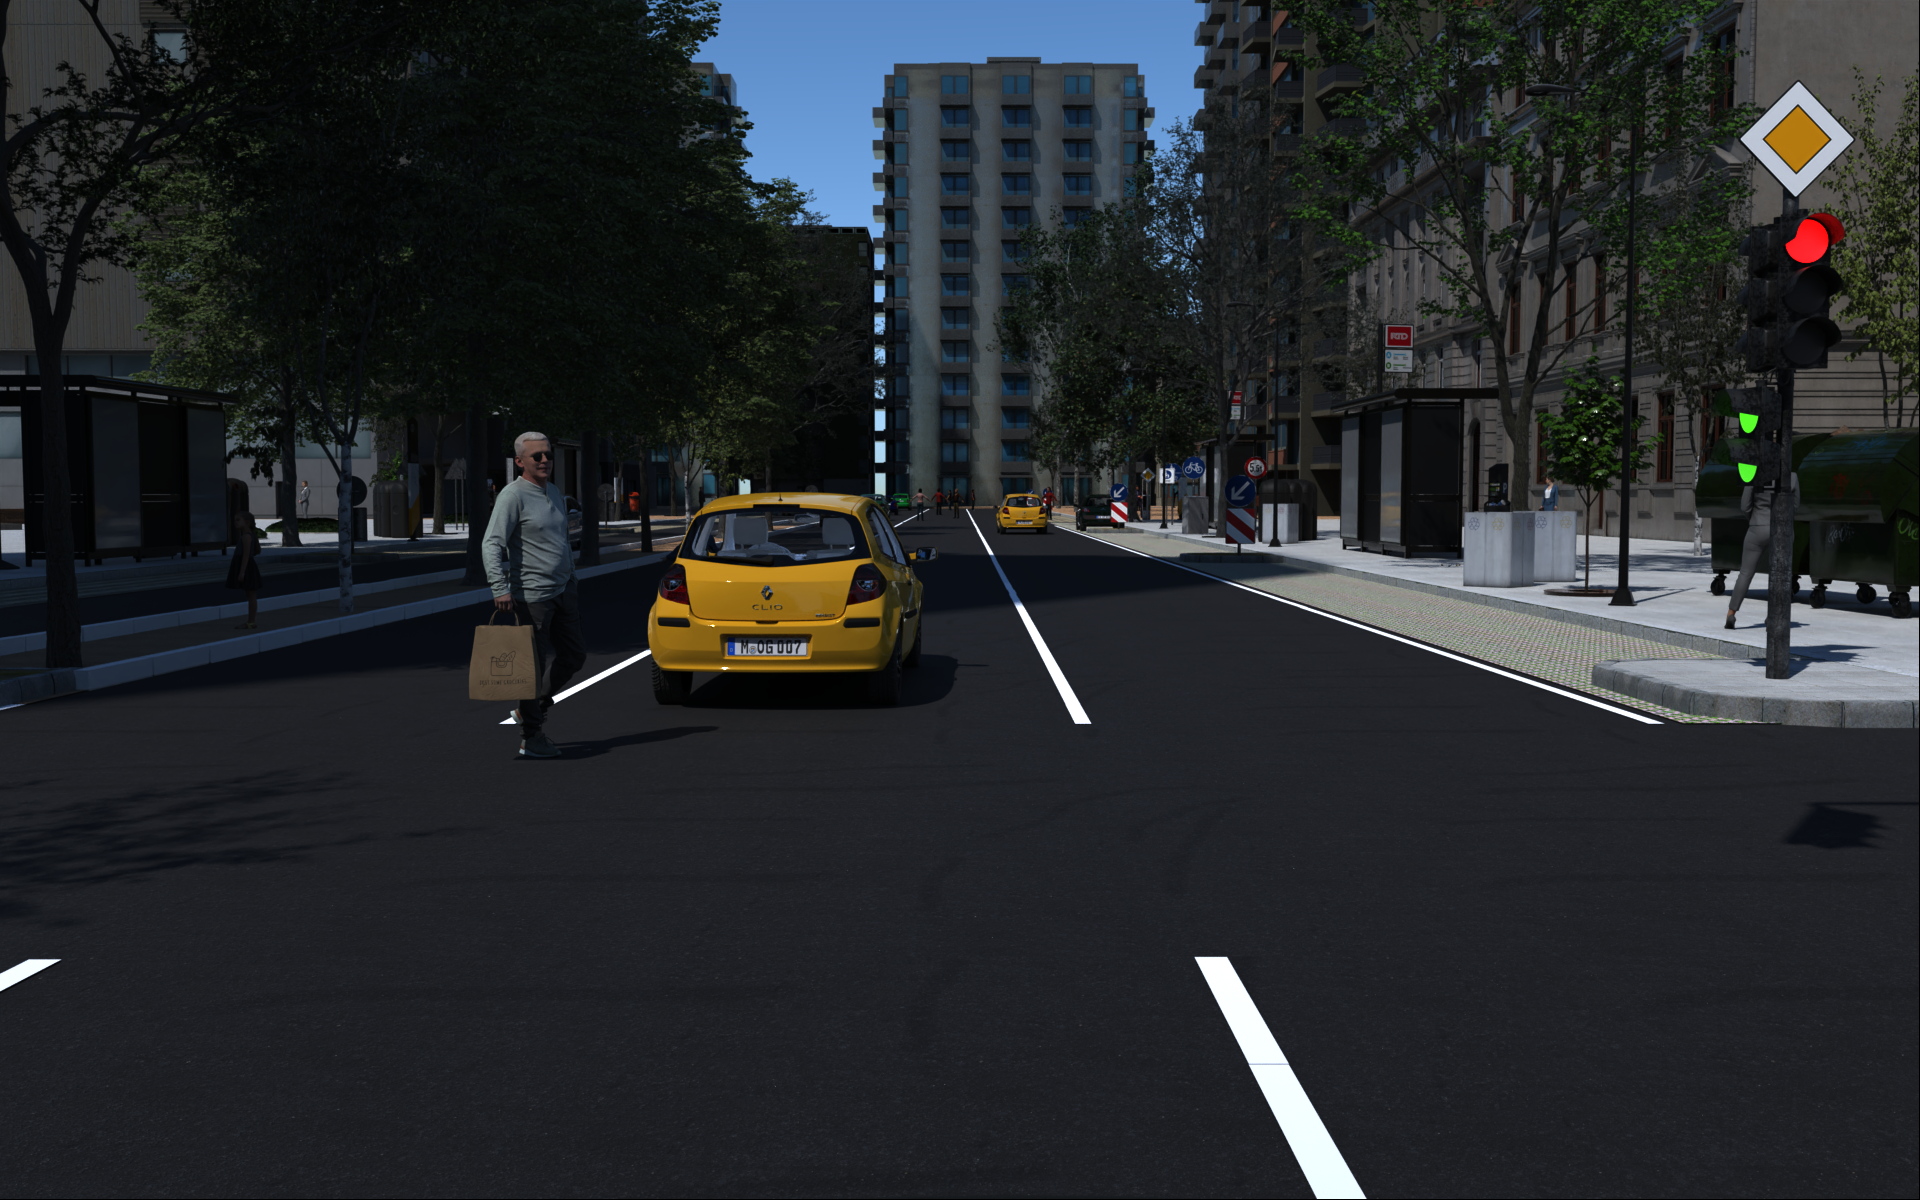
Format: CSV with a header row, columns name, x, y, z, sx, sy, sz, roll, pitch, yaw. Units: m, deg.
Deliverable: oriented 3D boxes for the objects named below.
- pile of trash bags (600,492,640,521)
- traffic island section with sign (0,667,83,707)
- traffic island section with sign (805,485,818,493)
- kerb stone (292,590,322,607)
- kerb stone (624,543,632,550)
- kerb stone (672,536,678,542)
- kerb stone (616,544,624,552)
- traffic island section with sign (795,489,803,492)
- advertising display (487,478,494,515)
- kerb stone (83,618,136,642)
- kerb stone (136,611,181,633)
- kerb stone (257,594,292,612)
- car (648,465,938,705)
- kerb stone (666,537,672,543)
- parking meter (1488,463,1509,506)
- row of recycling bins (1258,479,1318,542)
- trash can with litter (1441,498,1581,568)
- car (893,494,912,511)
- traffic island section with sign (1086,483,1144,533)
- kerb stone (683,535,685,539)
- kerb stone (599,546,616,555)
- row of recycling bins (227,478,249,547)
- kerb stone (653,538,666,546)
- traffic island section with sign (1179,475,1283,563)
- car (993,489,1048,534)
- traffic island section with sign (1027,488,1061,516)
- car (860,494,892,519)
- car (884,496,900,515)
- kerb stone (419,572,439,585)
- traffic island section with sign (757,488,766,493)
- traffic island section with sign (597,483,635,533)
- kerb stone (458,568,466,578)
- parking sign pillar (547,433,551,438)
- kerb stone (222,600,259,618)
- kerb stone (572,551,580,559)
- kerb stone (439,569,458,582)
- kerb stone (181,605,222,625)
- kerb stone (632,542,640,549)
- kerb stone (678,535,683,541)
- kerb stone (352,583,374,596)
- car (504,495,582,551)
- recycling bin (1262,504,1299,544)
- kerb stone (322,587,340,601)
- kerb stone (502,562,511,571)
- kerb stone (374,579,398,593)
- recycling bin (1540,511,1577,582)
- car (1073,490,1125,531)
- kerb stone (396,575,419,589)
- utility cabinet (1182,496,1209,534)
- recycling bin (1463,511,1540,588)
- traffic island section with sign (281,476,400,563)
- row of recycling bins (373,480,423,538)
name,x,y,z,sx,sy,sz,roll,pitch,yaw
pile of trash bags,-16.484,-4.585,84.716,1.912,1.369,3.447,-2,4,-35
traffic island section with sign,-7.431,-0.218,11.704,2.006,1.907,1.989,0,3,0
traffic island section with sign,-7.507,-4.814,86.842,2.006,1.907,1.989,0,3,0
kerb stone,-8.503,-0.007,22.315,0.120,0.150,1.000,0,3,0
kerb stone,-8.526,-1.325,43.863,0.120,0.150,1.000,0,3,0
kerb stone,-8.526,-1.762,51.032,0.120,0.150,1.000,0,3,0
kerb stone,-8.523,-1.261,42.841,0.120,0.150,1.000,0,3,0
traffic island section with sign,-13.122,-8.130,141.550,1.989,1.847,2.006,0,3,0
advertising display,-19.088,-3.934,69.542,0.123,1.923,0.974,2,4,24
kerb stone,-8.494,0.307,17.178,0.120,0.150,1.000,0,3,0
kerb stone,-8.502,0.244,18.204,0.120,0.150,1.000,0,3,0
kerb stone,-8.495,0.056,21.291,0.120,0.150,1.000,0,3,0
car,-1.201,-0.184,13.231,2.015,1.641,3.980,0,4,2
kerb stone,-8.526,-1.701,50.008,0.120,0.150,1.000,0,3,0
parking meter,10.239,-1.668,32.976,0.255,1.863,0.399,3,5,41
row of recycling bins,9.064,-2.474,47.566,1.069,1.692,3.534,2,4,27
trash can with litter,9.771,-1.188,30.481,1.678,1.210,2.233,-3,5,-45
car,-5.157,-8.754,151.925,1.959,1.807,4.718,0,4,0
traffic island section with sign,5.662,-3.363,63.608,1.989,1.847,2.006,0,3,0
kerb stone,-8.530,-1.890,53.096,0.120,0.150,1.000,0,3,0
kerb stone,-8.524,-1.200,41.819,0.120,0.150,1.000,0,3,0
row of recycling bins,-18.397,-2.194,42.977,1.069,1.692,3.534,-1,4,-12
kerb stone,-8.525,-1.637,48.986,0.120,0.150,1.000,0,3,0
traffic island section with sign,5.696,-1.714,36.653,1.989,1.847,2.006,0,3,0
car,2.224,-3.218,62.830,2.015,1.641,3.980,0,4,-1
traffic island section with sign,5.624,-6.444,113.985,1.989,1.847,2.006,0,3,0
car,-4.762,-5.011,93.725,2.131,1.459,4.920,0,4,0
car,-5.077,-6.465,118.282,1.945,1.354,3.894,0,4,-2
kerb stone,-8.505,-0.321,27.454,0.120,0.150,1.000,0,3,0
traffic island section with sign,-13.092,-6.481,114.595,1.989,1.847,2.006,0,3,0
traffic island section with sign,-13.045,-3.364,63.623,1.989,1.847,2.006,0,3,0
kerb stone,-8.518,-0.447,29.503,0.120,0.150,1.000,0,3,0
parking sign pillar,-17.051,-5.054,71.109,1.447,3.967,1.447,-1,4,-8
kerb stone,-8.500,0.126,20.269,0.120,0.150,1.000,0,3,0
kerb stone,-8.526,-1.012,38.740,0.120,0.150,1.000,0,3,0
kerb stone,-8.508,-0.384,28.481,0.120,0.150,1.000,0,3,0
kerb stone,-8.504,0.181,19.237,0.120,0.150,1.000,0,3,0
kerb stone,-8.522,-1.388,44.890,0.120,0.150,1.000,0,3,0
kerb stone,-8.535,-1.827,52.066,0.120,0.150,1.000,0,3,0
kerb stone,-8.503,-0.133,24.362,0.120,0.150,1.000,0,3,0
car,-10.853,-2.028,45.161,2.014,1.417,4.499,0,4,-1
recycling bin,8.312,-1.979,44.910,0.722,1.027,0.722,3,4,36
kerb stone,-8.505,-0.070,23.337,0.120,0.150,1.000,0,3,0
kerb stone,-8.514,-0.635,32.584,0.120,0.150,1.000,0,3,0
kerb stone,-8.504,-0.185,25.385,0.120,0.150,1.000,0,3,0
recycling bin,8.593,-0.791,25.491,0.722,1.027,0.722,0,4,-2
car,5.452,-3.532,67.539,2.009,1.686,4.222,0,4,1
kerb stone,-8.507,-0.257,26.416,0.120,0.150,1.000,0,3,0
utility cabinet,7.597,-2.733,55.851,1.020,1.237,0.306,-3,5,-43
recycling bin,7.494,-0.705,24.073,0.722,1.027,0.722,-3,5,-43
traffic island section with sign,-13.022,-1.715,36.668,1.989,1.847,2.006,0,3,0
row of recycling bins,-16.849,-2.729,51.737,1.069,1.692,3.534,-2,4,-29
